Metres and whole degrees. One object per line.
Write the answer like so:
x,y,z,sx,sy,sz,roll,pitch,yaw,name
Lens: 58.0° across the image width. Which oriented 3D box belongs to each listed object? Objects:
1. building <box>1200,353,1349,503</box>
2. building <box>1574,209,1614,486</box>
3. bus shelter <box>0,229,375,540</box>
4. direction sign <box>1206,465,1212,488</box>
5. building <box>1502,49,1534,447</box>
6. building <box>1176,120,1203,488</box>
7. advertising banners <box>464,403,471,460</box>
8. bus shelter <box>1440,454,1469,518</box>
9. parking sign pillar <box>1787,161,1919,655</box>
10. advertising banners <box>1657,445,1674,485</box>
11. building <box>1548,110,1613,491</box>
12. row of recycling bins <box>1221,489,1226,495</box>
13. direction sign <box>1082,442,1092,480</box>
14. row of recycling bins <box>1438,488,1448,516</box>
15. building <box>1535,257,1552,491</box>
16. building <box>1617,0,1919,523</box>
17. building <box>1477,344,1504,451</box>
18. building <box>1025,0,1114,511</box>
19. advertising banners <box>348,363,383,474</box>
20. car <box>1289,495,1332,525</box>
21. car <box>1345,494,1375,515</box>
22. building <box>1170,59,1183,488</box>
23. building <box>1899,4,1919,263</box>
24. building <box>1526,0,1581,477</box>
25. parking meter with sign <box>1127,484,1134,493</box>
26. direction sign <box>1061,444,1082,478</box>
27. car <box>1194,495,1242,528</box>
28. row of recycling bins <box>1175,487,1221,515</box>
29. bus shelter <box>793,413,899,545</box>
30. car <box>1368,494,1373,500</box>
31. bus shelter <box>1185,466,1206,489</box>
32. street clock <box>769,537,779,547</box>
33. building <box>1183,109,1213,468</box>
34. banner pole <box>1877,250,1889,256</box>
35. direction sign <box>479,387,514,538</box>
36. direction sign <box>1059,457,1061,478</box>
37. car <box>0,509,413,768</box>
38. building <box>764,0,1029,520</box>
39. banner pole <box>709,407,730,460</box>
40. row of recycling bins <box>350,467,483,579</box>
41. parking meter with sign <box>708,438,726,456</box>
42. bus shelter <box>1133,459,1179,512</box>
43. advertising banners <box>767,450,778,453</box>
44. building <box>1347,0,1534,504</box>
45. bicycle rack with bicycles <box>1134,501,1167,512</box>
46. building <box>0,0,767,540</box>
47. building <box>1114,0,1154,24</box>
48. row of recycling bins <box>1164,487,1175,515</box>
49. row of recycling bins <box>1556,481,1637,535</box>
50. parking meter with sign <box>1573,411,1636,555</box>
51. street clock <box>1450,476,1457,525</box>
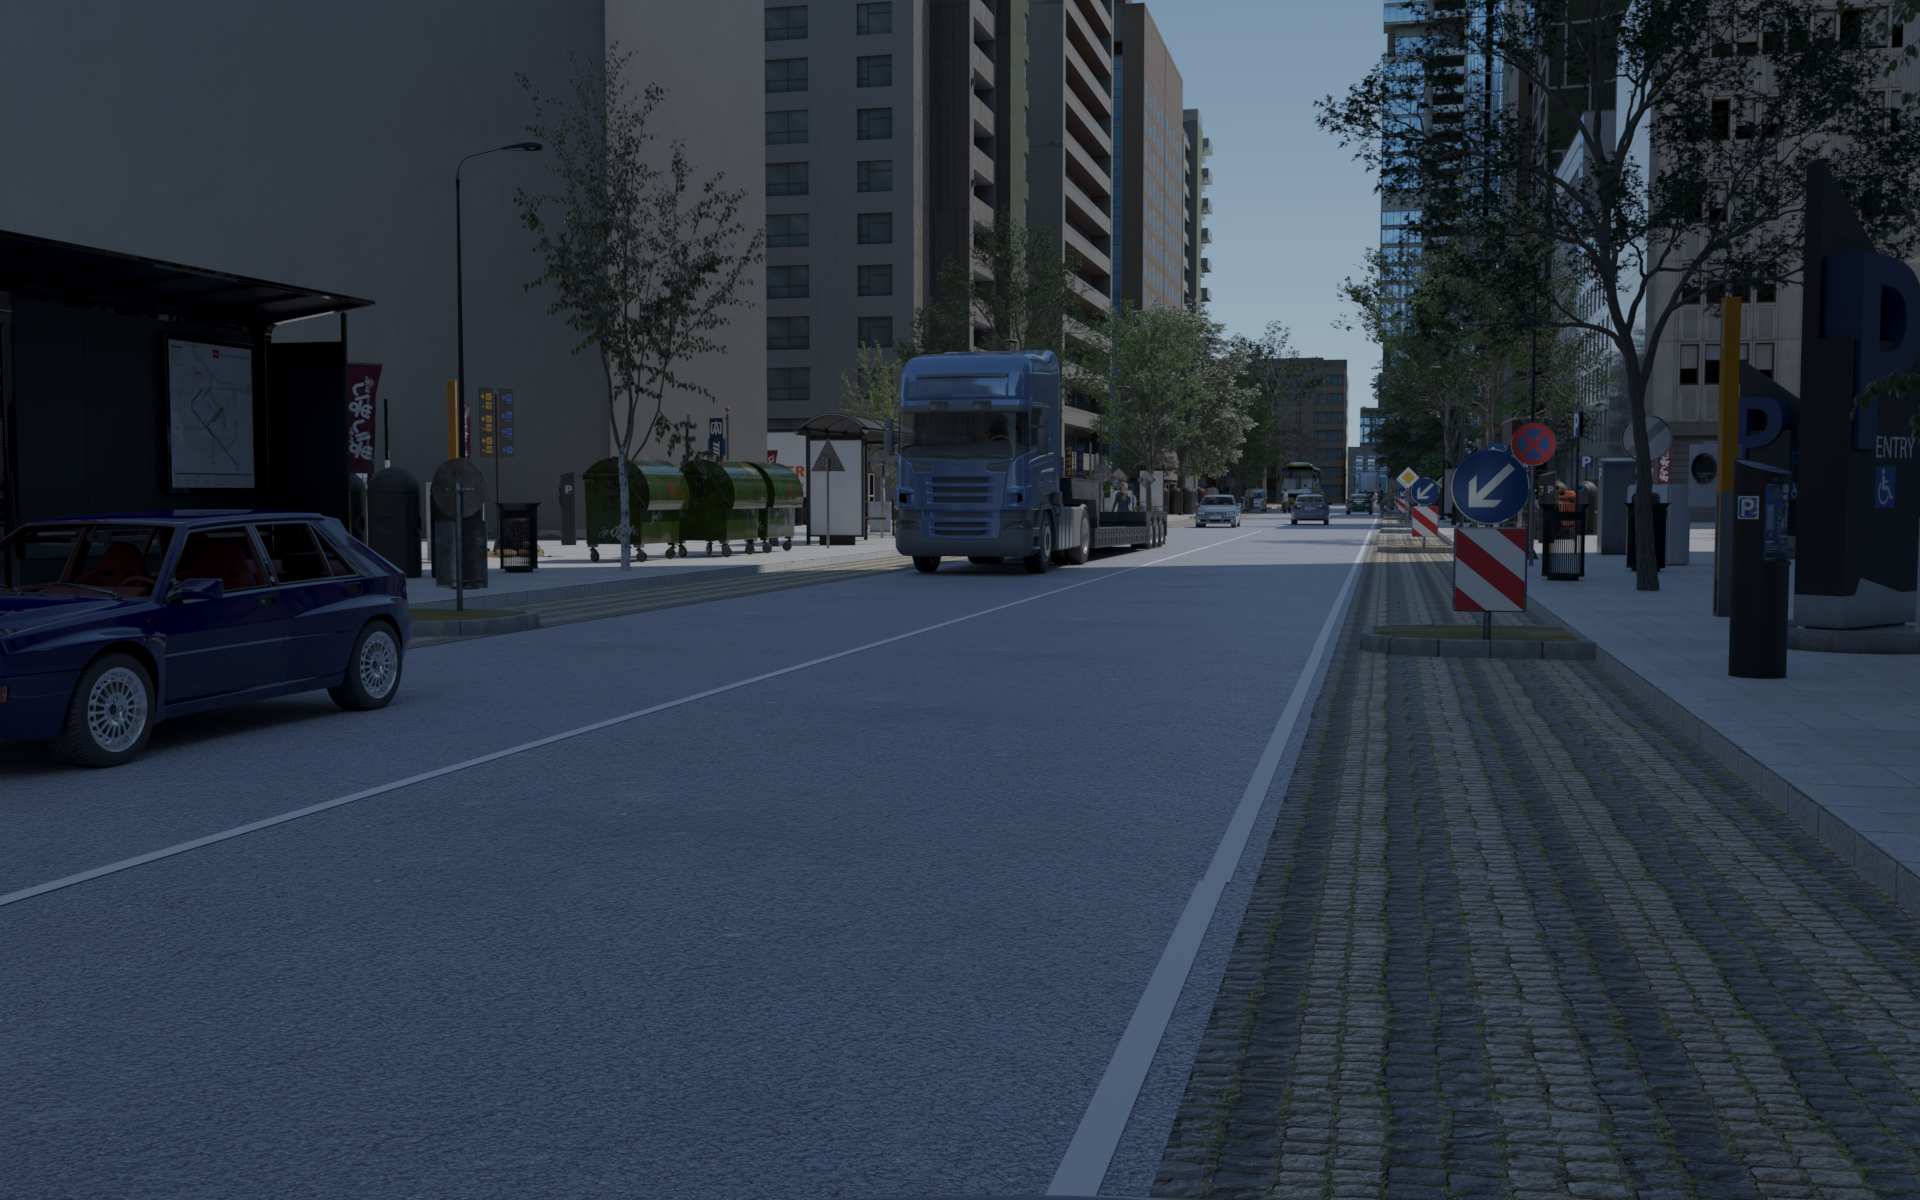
41.542,-24.931,252.660,28.899,21.520,27.650,1,4,14,building
41.080,-14.845,97.468,10.420,20.320,16.860,1,4,14,building
-8.674,-1.657,18.374,1.731,3.624,6.357,1,4,14,bus shelter
17.902,-8.112,124.634,0.379,3.537,0.876,-1,4,-19,direction sign
61.407,-31.837,170.645,14.600,45.320,14.200,1,4,14,building
18.162,-30.732,186.067,14.154,41.232,14.086,1,4,14,building
-10.005,-2.319,34.111,0.090,3.025,2.074,-3,4,-36,advertising banners
26.063,-5.887,90.176,2.014,3.302,5.546,1,4,14,bus shelter
7.523,-1.588,14.438,1.447,3.967,1.447,-3,4,-37,parking sign pillar
24.592,-4.052,62.443,2.074,3.025,0.090,1,4,16,advertising banners
46.578,-18.192,115.467,12.078,24.808,19.932,1,4,14,building
21.453,-8.417,144.735,1.069,1.692,3.534,1,4,23,row of recycling bins
5.663,-5.092,75.256,0.379,3.537,0.876,1,4,10,direction sign
30.649,-6.133,107.379,1.069,1.692,3.534,0,4,-7,row of recycling bins
51.100,-18.548,132.940,12.332,23.373,15.834,1,4,14,building
41.421,-16.017,79.897,19.932,24.808,12.078,1,4,14,building
72.182,-21.165,191.082,27.650,21.520,28.899,1,4,14,building
-1.140,-30.673,125.212,21.300,48.544,21.600,1,4,14,building
-8.650,-1.629,22.819,2.074,3.025,0.090,-2,4,-29,advertising banners
16.561,-4.272,81.848,2.014,1.417,4.499,1,4,13,car
28.287,-6.774,122.560,2.131,1.459,4.920,1,4,14,car
14.280,-31.929,172.154,14.600,45.320,14.200,1,4,14,building
31.931,-26.580,23.819,28.713,52.752,27.495,1,4,14,building
59.379,-43.641,151.790,20.563,71.187,20.611,1,4,14,building
12.584,-8.132,129.220,1.738,3.016,0.543,0,4,-7,parking meter with sign
5.203,-5.322,79.008,0.876,3.537,0.379,1,4,17,direction sign
11.195,-3.851,74.966,2.014,1.417,4.499,1,4,12,car
16.132,-6.808,118.416,3.534,1.692,1.069,-3,5,-43,row of recycling bins
-2.539,-3.175,45.831,2.014,3.302,5.546,1,4,14,bus shelter
42.735,-10.546,182.216,2.009,1.686,4.222,1,4,16,car
16.989,-8.136,126.952,2.014,3.302,5.546,1,4,14,bus shelter
-4.547,-2.301,42.184,0.471,2.002,0.358,-2,4,-30,street clock
14.431,-35.983,207.935,30.456,49.044,23.786,1,4,14,building
9.357,-1.715,18.058,0.401,3.779,0.863,-1,4,-20,banner pole
-9.903,-2.757,37.067,0.379,3.537,0.876,3,4,36,direction sign
5.942,-6.938,105.427,0.876,3.537,0.379,-2,4,-32,direction sign
-4.976,0.132,10.427,1.945,1.354,3.894,1,4,13,car
-4.641,-19.578,91.807,14.160,30.474,14.107,1,4,14,building
-6.894,-3.670,50.015,0.863,3.779,0.401,2,4,26,banner pole
-9.081,-1.194,26.633,3.534,1.692,1.069,0,4,1,row of recycling bins
-7.681,-3.492,53.359,0.543,3.016,1.738,0,4,6,parking meter with sign
11.632,-6.654,102.712,2.014,3.302,5.546,1,4,14,bus shelter
-8.243,-4.445,68.857,2.074,3.025,0.090,0,4,6,advertising banners
70.341,-56.713,239.931,31.000,86.520,22.319,1,4,14,building
10.086,-4.991,94.980,2.852,0.926,2.925,-1,4,-21,bicycle rack with bicycles
-19.518,-16.102,56.768,24.014,27.812,14.314,1,4,14,building
10.803,-31.066,158.045,14.600,45.320,14.200,1,4,14,building
12.584,-6.434,112.311,1.069,1.692,3.534,2,4,29,row of recycling bins
19.966,-2.889,54.351,1.069,1.692,3.534,-3,5,-44,row of recycling bins
13.850,-2.460,36.475,1.738,3.016,0.543,0,4,7,parking meter with sign
20.303,-4.072,71.152,0.358,2.002,0.471,2,4,25,street clock
